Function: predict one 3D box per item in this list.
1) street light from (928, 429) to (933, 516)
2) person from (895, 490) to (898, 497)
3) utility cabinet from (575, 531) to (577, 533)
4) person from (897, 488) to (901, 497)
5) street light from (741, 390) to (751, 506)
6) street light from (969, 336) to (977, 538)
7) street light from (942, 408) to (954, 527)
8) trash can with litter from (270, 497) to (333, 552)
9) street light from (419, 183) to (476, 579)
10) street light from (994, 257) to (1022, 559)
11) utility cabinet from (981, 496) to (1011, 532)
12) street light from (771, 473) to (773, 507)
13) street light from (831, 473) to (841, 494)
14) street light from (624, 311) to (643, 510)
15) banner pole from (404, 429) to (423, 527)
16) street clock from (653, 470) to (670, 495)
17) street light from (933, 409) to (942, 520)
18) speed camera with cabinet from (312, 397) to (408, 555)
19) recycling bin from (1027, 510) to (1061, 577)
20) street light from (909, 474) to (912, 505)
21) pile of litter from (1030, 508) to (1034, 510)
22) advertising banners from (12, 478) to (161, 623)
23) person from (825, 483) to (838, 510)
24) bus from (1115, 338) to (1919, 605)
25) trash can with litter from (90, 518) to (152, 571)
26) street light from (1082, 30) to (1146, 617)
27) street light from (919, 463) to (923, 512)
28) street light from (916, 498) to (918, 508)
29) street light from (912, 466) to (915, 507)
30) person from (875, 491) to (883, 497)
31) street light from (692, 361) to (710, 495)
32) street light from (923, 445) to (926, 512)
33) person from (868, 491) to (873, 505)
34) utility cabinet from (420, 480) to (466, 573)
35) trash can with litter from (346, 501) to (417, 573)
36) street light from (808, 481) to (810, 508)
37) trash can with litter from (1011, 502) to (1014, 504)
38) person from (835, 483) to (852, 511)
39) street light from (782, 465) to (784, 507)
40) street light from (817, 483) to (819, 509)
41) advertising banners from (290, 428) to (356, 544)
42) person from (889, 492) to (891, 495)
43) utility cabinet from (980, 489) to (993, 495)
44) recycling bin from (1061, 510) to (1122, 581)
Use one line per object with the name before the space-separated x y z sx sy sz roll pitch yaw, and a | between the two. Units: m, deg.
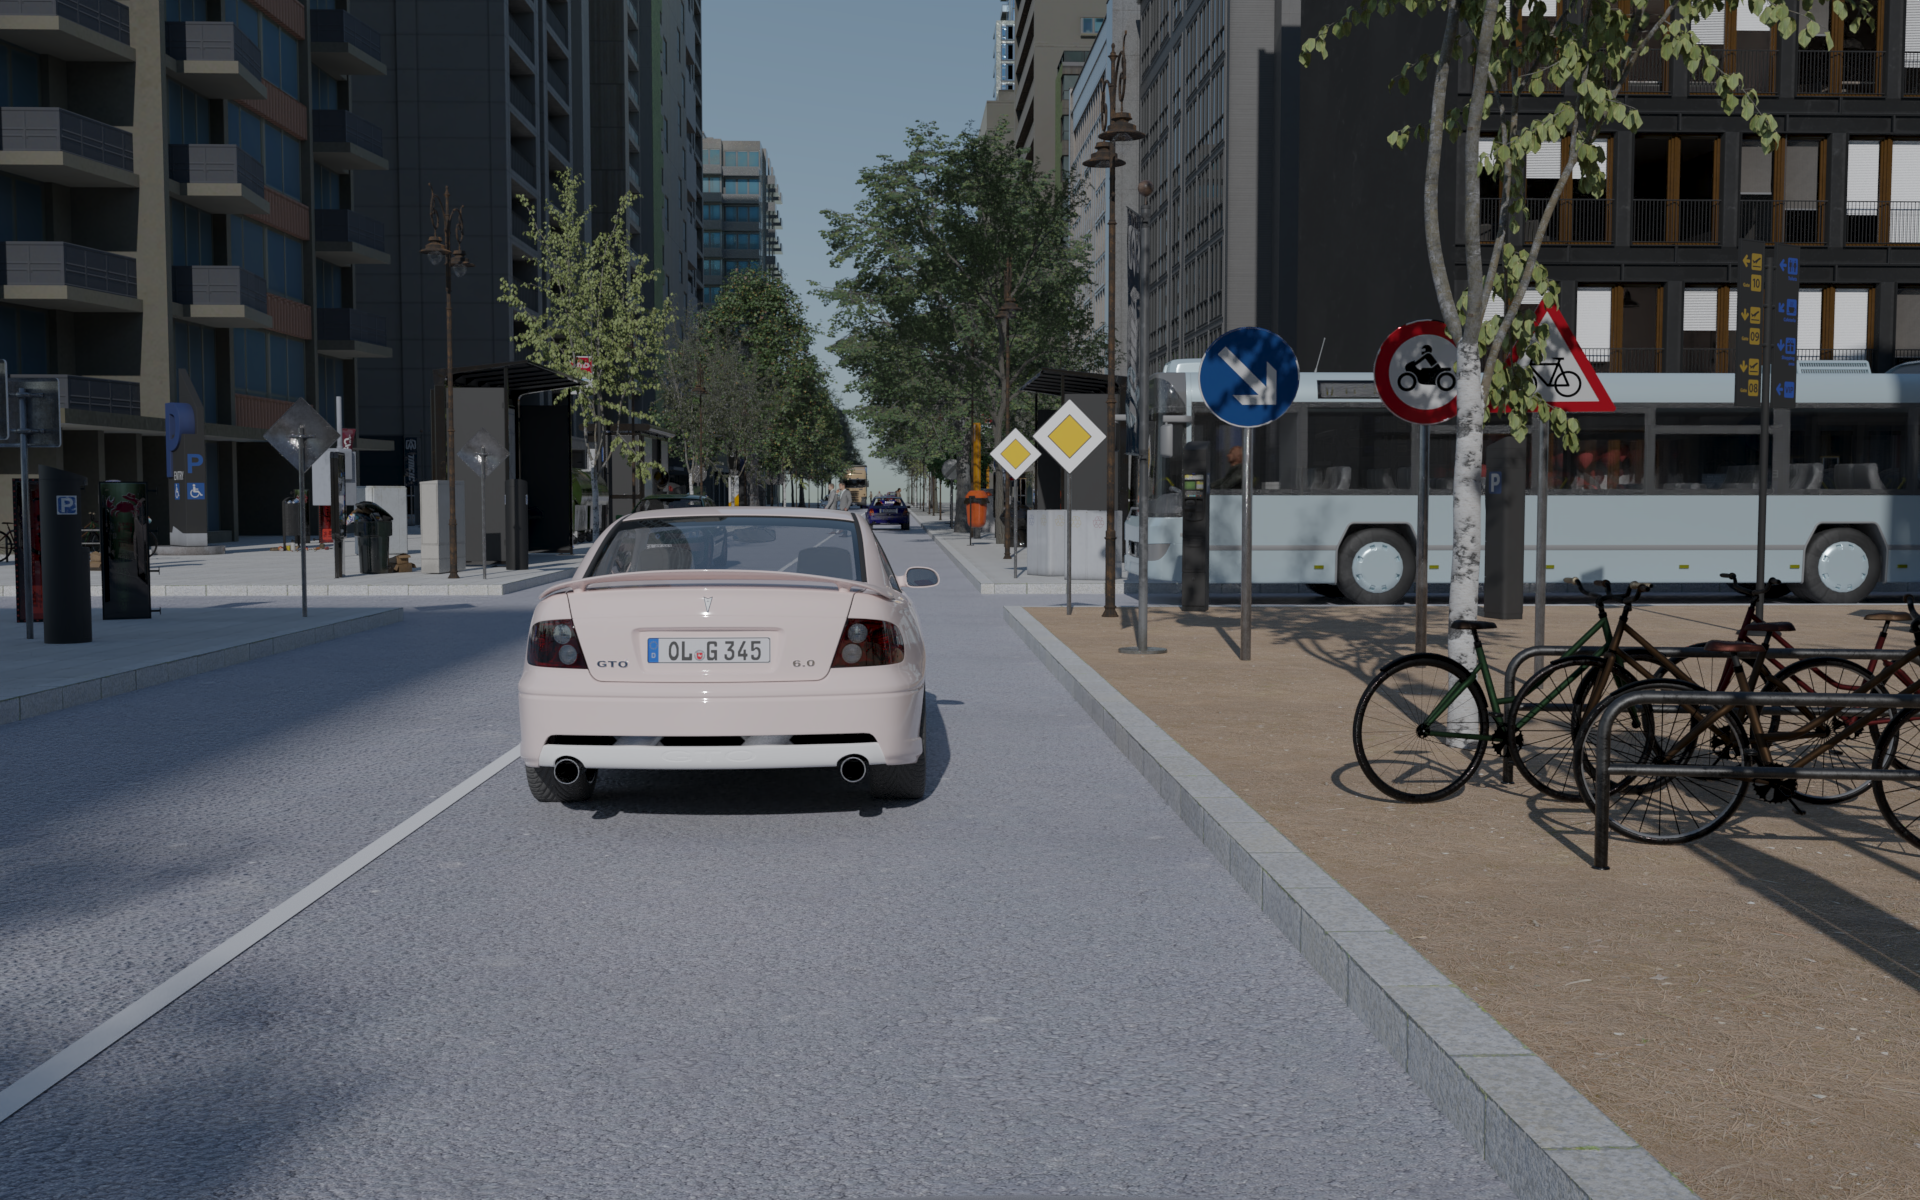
street light | -1.540 -7.842 101.012 0.468 5.910 1.993 0 4 -2
person | -4.603 -7.360 129.663 0.721 1.723 1.217 1 4 19
utility cabinet | -12.563 -2.837 57.540 1.020 1.237 0.306 2 4 32
person | -3.736 -6.054 107.496 0.705 1.823 1.348 0 4 3
street light | -9.578 -6.387 77.218 0.468 5.910 1.993 0 4 -2
street light | 0.364 -4.771 50.798 0.468 5.910 1.993 0 4 -2
street light | -0.333 -5.795 67.544 0.468 5.910 1.993 0 4 -2
trash can with litter | -14.937 -1.744 39.574 1.678 1.210 2.233 1 4 16
street light | -7.695 -3.264 26.147 0.468 5.910 1.993 0 4 -2
street light | 0.936 -3.746 34.029 0.468 5.910 1.993 0 4 -2
utility cabinet | 1.217 -2.894 58.484 1.020 1.237 0.306 0 4 3
street light | -10.189 -7.403 93.819 0.468 5.910 1.993 0 4 -2
street light | -14.524 -14.053 202.547 0.468 5.910 1.993 0 4 -2
street light | -8.237 -4.334 43.651 0.468 5.910 1.993 0 4 -2
banner pole | -20.980 -4.696 66.789 0.863 3.779 0.401 -1 4 -17
street clock | -8.806 -2.849 51.152 0.471 2.002 0.358 0 4 -7
street light | -0.956 -6.827 84.411 0.468 5.910 1.993 0 4 -2
speed camera with cabinet | -12.445 -2.545 35.939 0.660 3.252 2.038 2 4 28
recycling bin | 1.532 -0.903 27.325 0.722 1.027 0.722 -2 4 -28
street light | -4.725 -12.514 177.399 0.468 5.910 1.993 0 4 -2
pile of litter | 2.408 -2.508 54.965 1.176 0.858 1.719 -2 4 -34
advertising banners | -9.161 -1.291 17.291 2.074 3.025 0.090 -2 4 -28
person | -4.550 -3.244 61.668 0.853 1.813 0.709 0 4 1
bus | 8.061 -1.728 23.109 13.247 3.499 2.948 0 4 -2
trash can with litter | -14.244 -1.092 29.249 0.624 1.170 1.055 1 4 14
street light | 1.569 -2.761 17.925 0.468 5.910 1.993 0 4 -2
street light | -2.673 -9.419 126.793 0.468 5.910 1.993 0 4 -2
street light | -3.290 -10.435 143.392 0.468 5.910 1.993 0 4 -2
street light | -3.976 -11.453 160.044 0.468 5.910 1.993 0 4 -2
person | -7.500 -9.287 161.067 1.217 1.736 0.721 0 4 -1
street light | -9.008 -5.349 60.244 0.468 5.910 1.993 0 4 -2
street light | -1.934 -8.357 109.420 0.468 5.910 1.993 0 4 -2
person | -11.966 -13.678 232.149 0.705 1.823 1.348 -2 4 -23
utility cabinet | -8.425 -1.194 28.201 0.318 1.500 1.173 0 4 5
trash can with litter | -9.385 -1.023 28.118 0.624 1.170 1.055 2 4 24
street light | -11.873 -9.991 136.140 0.468 5.910 1.993 0 4 -2
trash can with litter | 1.857 -2.957 59.728 1.055 1.170 0.624 2 4 34
person | -3.865 -2.978 57.371 0.473 1.802 0.592 -1 4 -20
street light | -10.507 -7.943 102.653 0.468 5.910 1.993 0 4 -2
street light | -12.531 -11.006 152.737 0.468 5.910 1.993 0 4 -2
advertising banners | -16.614 -3.003 45.292 0.090 3.025 2.074 2 4 31
person | -9.722 -13.876 236.191 0.721 1.723 1.217 -1 4 -14
utility cabinet | 0.740 -3.751 70.000 1.173 1.500 0.318 2 4 26
recycling bin | 2.008 -0.826 26.064 0.722 1.027 0.722 1 4 21
